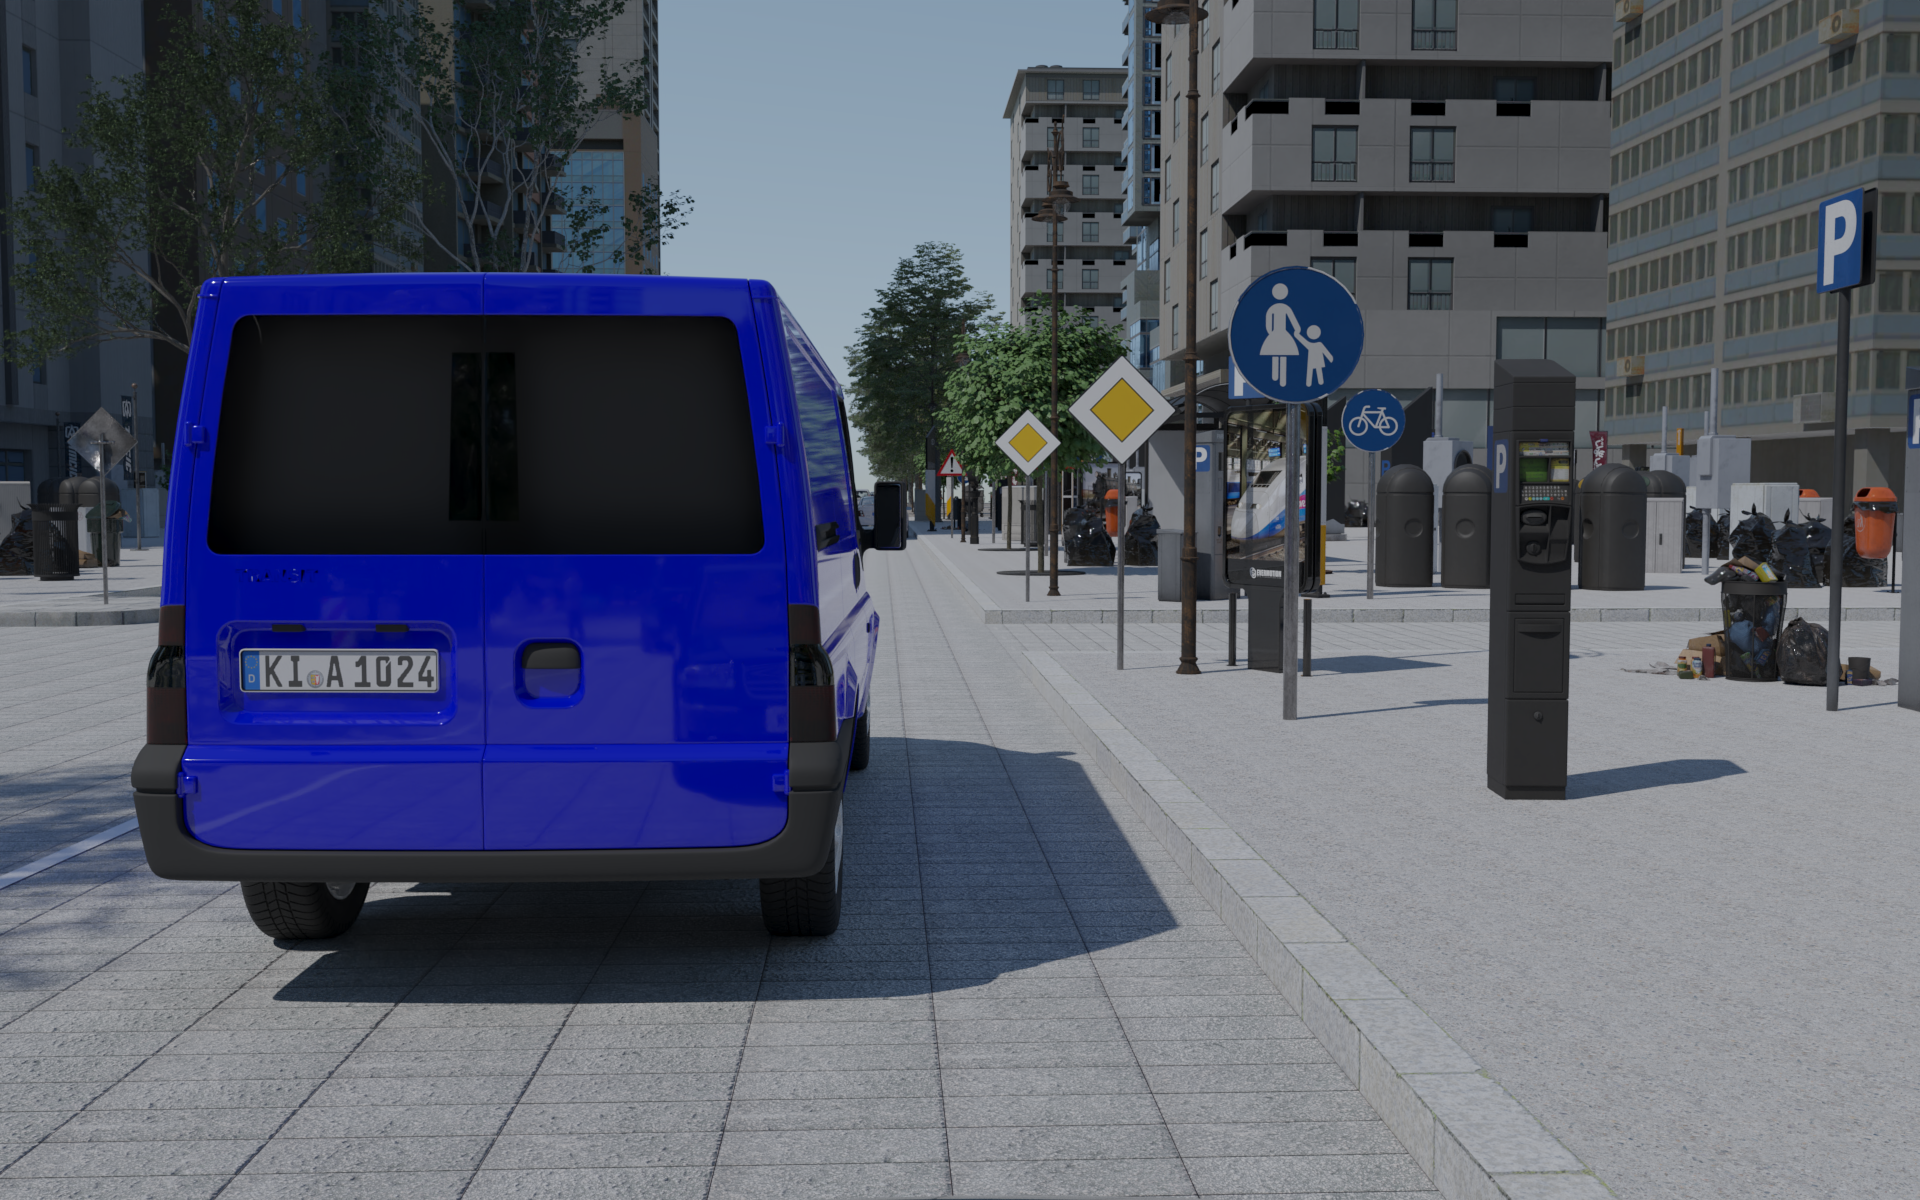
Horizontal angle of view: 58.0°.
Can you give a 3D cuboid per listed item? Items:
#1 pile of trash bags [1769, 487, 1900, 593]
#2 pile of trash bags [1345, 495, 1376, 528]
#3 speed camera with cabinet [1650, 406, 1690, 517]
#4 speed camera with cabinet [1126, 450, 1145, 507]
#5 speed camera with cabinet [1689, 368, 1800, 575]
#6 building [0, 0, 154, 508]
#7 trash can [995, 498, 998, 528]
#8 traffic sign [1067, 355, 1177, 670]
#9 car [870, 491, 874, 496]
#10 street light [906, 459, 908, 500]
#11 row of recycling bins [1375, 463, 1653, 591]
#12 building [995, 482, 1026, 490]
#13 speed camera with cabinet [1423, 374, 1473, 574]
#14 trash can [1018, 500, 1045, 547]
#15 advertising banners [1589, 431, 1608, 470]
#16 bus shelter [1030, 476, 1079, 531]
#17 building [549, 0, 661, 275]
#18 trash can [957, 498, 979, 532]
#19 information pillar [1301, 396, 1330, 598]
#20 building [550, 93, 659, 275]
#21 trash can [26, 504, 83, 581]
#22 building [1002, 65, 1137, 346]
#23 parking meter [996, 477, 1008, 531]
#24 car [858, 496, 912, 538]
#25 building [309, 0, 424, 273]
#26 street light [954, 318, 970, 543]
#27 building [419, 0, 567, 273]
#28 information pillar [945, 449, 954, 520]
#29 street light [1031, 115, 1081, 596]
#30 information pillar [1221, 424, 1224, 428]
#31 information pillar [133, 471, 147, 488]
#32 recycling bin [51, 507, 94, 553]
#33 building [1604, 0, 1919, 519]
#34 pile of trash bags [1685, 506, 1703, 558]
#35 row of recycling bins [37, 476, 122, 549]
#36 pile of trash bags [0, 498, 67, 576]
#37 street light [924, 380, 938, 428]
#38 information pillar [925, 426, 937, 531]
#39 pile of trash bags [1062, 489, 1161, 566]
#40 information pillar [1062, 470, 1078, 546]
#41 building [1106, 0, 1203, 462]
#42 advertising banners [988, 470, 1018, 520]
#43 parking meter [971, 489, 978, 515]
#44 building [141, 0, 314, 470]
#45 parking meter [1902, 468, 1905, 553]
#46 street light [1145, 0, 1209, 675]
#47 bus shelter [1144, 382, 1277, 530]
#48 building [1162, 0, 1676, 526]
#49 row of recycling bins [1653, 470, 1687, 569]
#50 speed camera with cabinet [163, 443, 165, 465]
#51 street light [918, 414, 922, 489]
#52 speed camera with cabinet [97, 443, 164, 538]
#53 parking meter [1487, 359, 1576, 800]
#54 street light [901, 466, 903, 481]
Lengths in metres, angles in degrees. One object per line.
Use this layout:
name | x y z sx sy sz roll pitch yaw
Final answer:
pile of trash bags | 11.928 -0.862 23.847 1.912 1.369 3.447 0 4 2
pile of trash bags | 14.510 -3.474 66.550 1.912 1.369 3.447 3 5 42
speed camera with cabinet | 16.345 -2.708 38.613 0.660 3.252 2.038 -1 4 -22
speed camera with cabinet | 6.066 -4.227 63.452 0.660 3.252 2.038 2 4 28
speed camera with cabinet | 12.102 -1.976 26.640 0.660 3.252 2.038 0 4 -5
building | -38.203 -30.755 44.851 21.231 58.520 28.212 0 4 -3
trash can | 1.580 -3.347 66.385 0.748 1.137 0.748 0 3 0
traffic sign | 1.167 -0.547 12.579 0.795 2.450 0.064 0 4 -3
car | -11.788 -14.320 242.806 2.281 1.827 5.304 0 4 -1
street light | -3.346 -9.122 121.940 0.468 5.910 1.993 0 4 -3
row of recycling bins | 7.462 -1.008 23.599 3.534 1.692 1.069 1 4 18
building | 19.110 -24.238 241.333 27.650 21.520 28.899 0 4 -3
speed camera with cabinet | 7.518 -2.055 27.932 2.038 3.252 0.660 -3 5 -44
trash can | 1.777 -1.859 42.045 0.748 1.137 0.748 0 3 0
advertising banners | 18.408 -3.166 47.948 2.074 3.025 0.090 0 4 -2
bus shelter | 3.322 -4.961 58.745 2.179 5.291 8.768 0 4 -2
building | -45.775 -47.491 214.725 20.563 71.187 20.611 0 4 -3
trash can | 0.264 -2.899 59.051 0.748 1.137 0.748 0 3 0
information pillar | 4.369 -1.840 21.436 0.183 3.616 0.504 -2 4 -27
building | -42.241 -33.506 197.938 14.600 45.320 14.200 0 4 -3
trash can | -13.422 -0.860 25.714 0.748 1.137 0.748 0 3 0
building | 20.449 -38.086 211.951 28.713 52.752 27.495 0 4 -3
parking meter | 1.478 -3.364 60.714 0.399 1.863 0.255 0 4 4
car | -2.647 -2.788 57.946 2.083 1.381 4.827 0 4 -2
building | -46.595 -25.277 105.168 32.217 40.220 23.993 0 4 -3
street light | 0.086 -4.462 45.747 0.468 5.910 1.993 0 4 -3
building | -42.345 -29.175 131.631 22.147 44.769 28.867 0 4 -3
information pillar | -0.495 -5.767 85.646 0.183 3.616 0.504 -3 4 -39
street light | 1.184 -2.989 21.665 0.468 5.910 1.993 0 4 -3
information pillar | 7.509 -3.494 48.488 0.183 3.616 0.504 -3 4 -36
information pillar | -26.631 -3.167 56.275 0.304 2.012 0.304 3 5 41
recycling bin | -16.847 -1.253 33.039 0.722 1.027 0.722 0 4 -5
building | 34.659 -21.933 50.488 23.993 40.220 32.217 0 4 -3
pile of trash bags | 15.594 -1.478 33.913 1.912 1.369 3.447 -1 4 -11
row of recycling bins | -21.075 -2.093 41.332 3.534 1.692 1.069 3 5 44
pile of trash bags | -15.274 -1.062 27.112 1.912 1.369 3.447 -1 4 -10
street light | -1.120 -5.956 70.162 0.468 5.910 1.993 0 4 -3
information pillar | -1.007 -4.159 59.362 0.183 3.616 0.504 2 4 33
pile of trash bags | 2.863 -1.375 32.241 1.912 1.369 3.447 0 4 5
information pillar | 2.712 -2.343 42.800 0.304 2.012 0.304 2 4 27
building | 21.706 -50.702 141.642 22.319 86.520 31.000 0 4 -3
advertising banners | 2.190 -5.500 86.106 0.090 3.025 2.074 -3 5 -45
parking meter | 0.789 -5.148 92.585 0.372 1.533 0.369 0 3 0
building | -37.308 -25.955 74.477 14.600 45.320 14.200 0 4 -3
parking meter | 18.310 -1.681 33.201 0.399 1.863 0.255 2 4 32
street light | 1.633 -2.410 12.199 0.468 5.910 1.993 0 4 -3
bus shelter | 4.793 -2.455 34.059 2.014 3.302 5.546 0 4 -3
building | 24.982 -30.158 82.325 28.713 52.752 27.495 0 4 -3
row of recycling bins | 12.025 -1.468 31.109 1.069 1.692 3.534 0 4 0
speed camera with cabinet | -31.453 -4.471 67.433 2.038 3.252 0.660 3 5 45
street light | -2.085 -7.429 94.250 0.468 5.910 1.993 0 4 -3
speed camera with cabinet | -24.599 -3.478 51.193 2.038 3.252 0.660 2 4 27
parking meter | 2.418 -0.100 7.346 0.255 1.863 0.399 0 4 3
street light | -5.679 -12.148 171.412 0.468 5.910 1.993 0 4 -3
